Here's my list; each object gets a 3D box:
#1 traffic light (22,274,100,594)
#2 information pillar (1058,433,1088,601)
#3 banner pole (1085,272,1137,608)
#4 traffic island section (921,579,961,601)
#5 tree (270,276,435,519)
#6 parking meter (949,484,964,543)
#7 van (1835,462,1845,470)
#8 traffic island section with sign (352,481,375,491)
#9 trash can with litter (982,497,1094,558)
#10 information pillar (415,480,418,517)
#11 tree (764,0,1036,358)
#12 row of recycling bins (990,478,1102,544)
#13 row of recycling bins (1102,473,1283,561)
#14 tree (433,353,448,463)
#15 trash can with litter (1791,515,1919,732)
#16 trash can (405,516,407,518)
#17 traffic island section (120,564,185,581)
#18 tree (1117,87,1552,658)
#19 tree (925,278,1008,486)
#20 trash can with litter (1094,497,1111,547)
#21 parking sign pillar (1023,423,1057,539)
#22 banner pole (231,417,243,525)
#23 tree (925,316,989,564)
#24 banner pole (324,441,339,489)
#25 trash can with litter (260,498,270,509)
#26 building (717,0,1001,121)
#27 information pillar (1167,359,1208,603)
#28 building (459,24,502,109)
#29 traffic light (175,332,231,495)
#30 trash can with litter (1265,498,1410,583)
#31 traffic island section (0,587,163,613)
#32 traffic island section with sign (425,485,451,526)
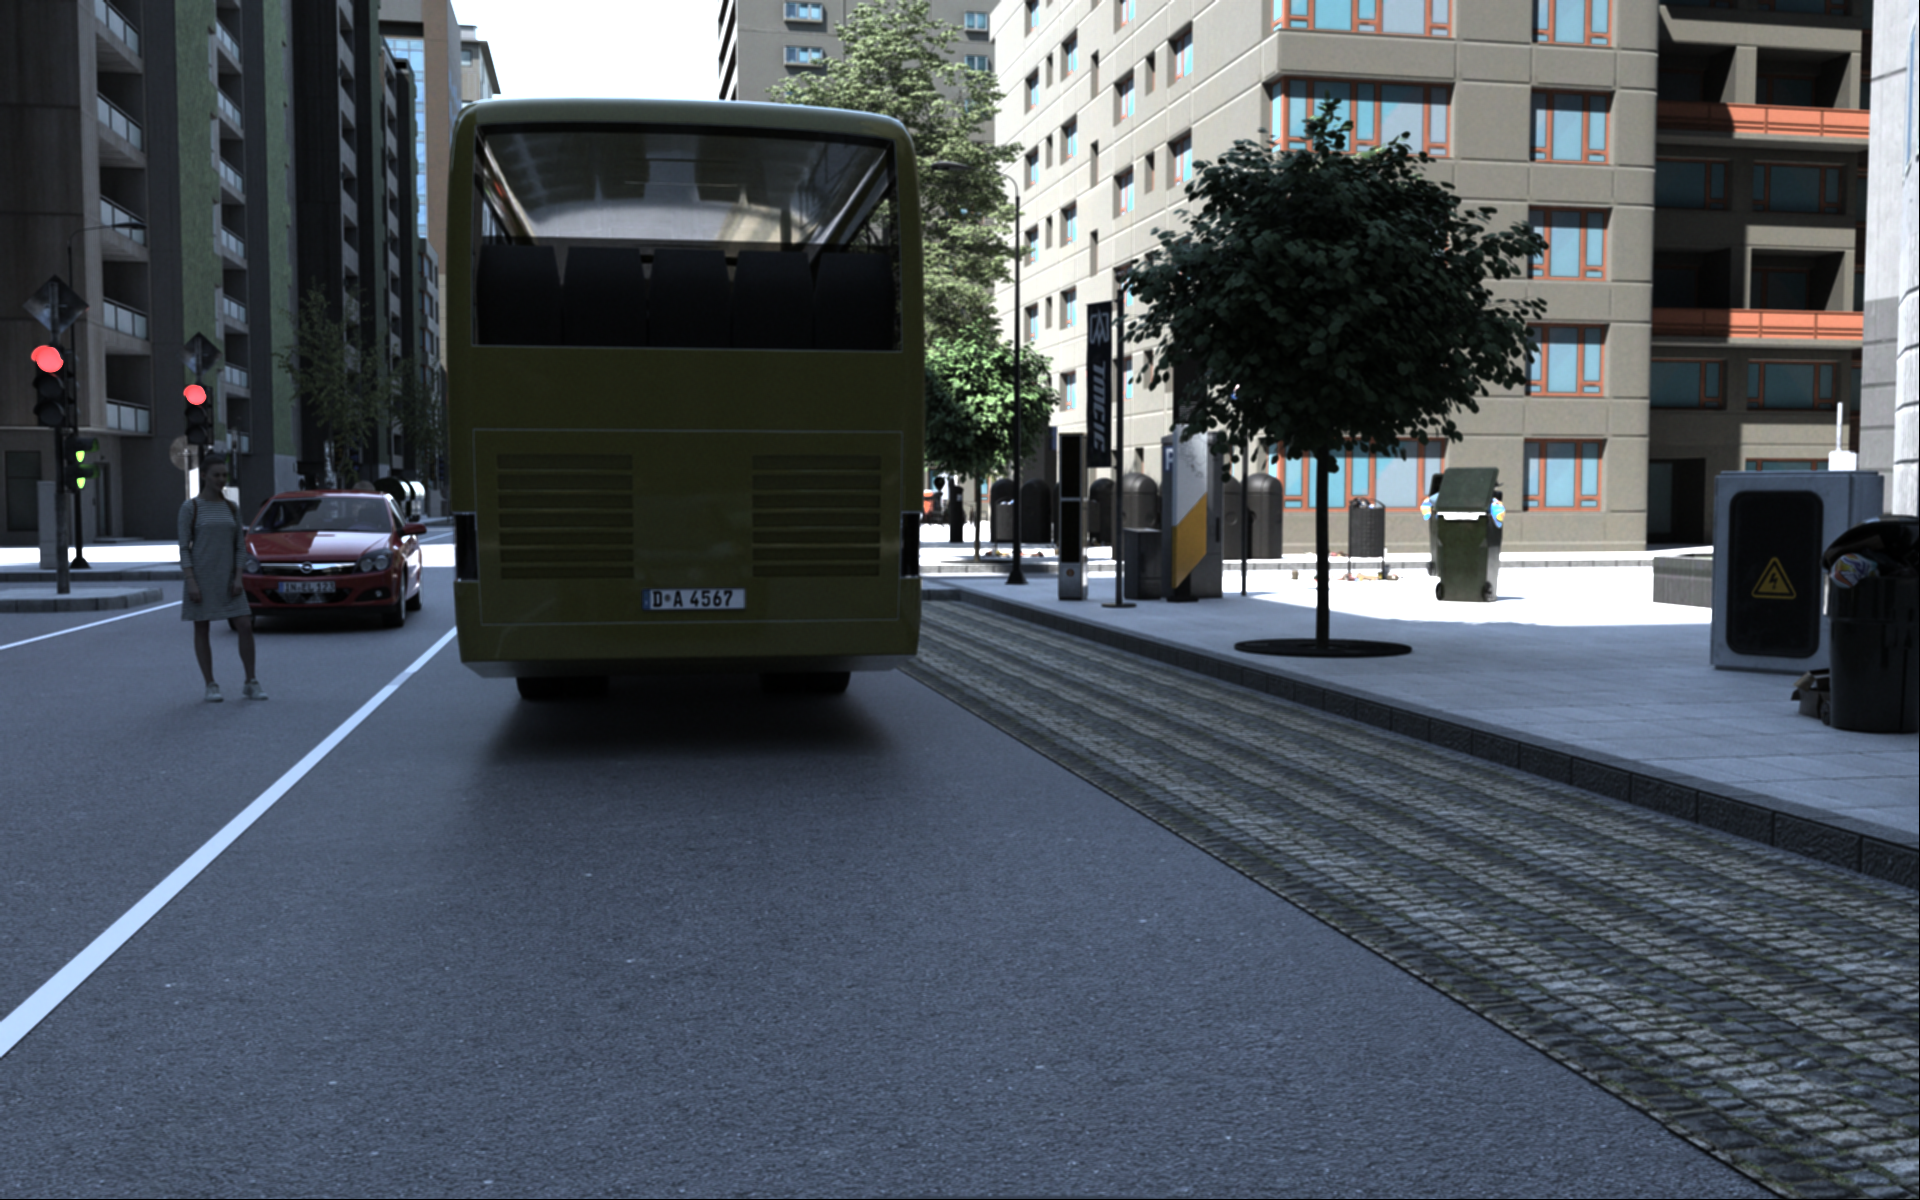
[{"bbox_3d":[-11.538,-2.036,22.209,0.839,4.253,0.868,-1,4,-12],"label":"traffic light"},{"bbox_3d":[1.371,-1.006,20.940,0.304,2.012,0.304,1,4,18],"label":"information pillar"},{"bbox_3d":[1.687,-1.822,19.811,0.401,3.779,0.863,-2,4,-32],"label":"banner pole"},{"bbox_3d":[-1.250,-0.132,24.434,2.009,0.180,2.903,-1,4,-12],"label":"traffic island section"},{"bbox_3d":[-21.277,-6.671,59.427,4.737,8.622,4.395,0,3,0],"label":"tree"},{"bbox_3d":[-0.096,-2.284,45.749,0.372,1.533,0.369,0,3,0],"label":"parking meter"},{"bbox_3d":[16.384,-1.541,32.209,4.112,2.044,2.013,-1,4,-12],"label":"van"},{"bbox_3d":[-17.327,-2.553,50.363,1.989,1.847,2.006,-1,4,-12],"label":"traffic island section with sign"},{"bbox_3d":[1.393,-1.516,35.839,2.233,1.210,1.678,-1,4,-14],"label":"trash can with litter"},{"bbox_3d":[-29.236,-5.421,93.123,0.304,2.012,0.304,1,4,18],"label":"information pillar"},{"bbox_3d":[-1.811,-7.448,39.902,7.486,12.596,7.792,0,3,0],"label":"tree"},{"bbox_3d":[2.453,-2.331,45.223,3.534,1.692,1.069,1,4,20],"label":"row of recycling bins"},{"bbox_3d":[4.657,-1.622,33.632,3.534,1.692,1.069,-1,4,-19],"label":"row of recycling bins"},{"bbox_3d":[-27.393,-8.442,88.385,4.737,8.622,4.395,0,3,0],"label":"tree"},{"bbox_3d":[4.960,0.106,9.661,0.624,1.170,1.055,0,4,2],"label":"trash can with litter"},{"bbox_3d":[-28.408,-4.670,88.003,0.748,1.137,0.748,0,3,0],"label":"trash can"},{"bbox_3d":[-13.179,-0.482,30.159,2.009,0.180,2.903,-1,4,-12],"label":"traffic island section"},{"bbox_3d":[2.955,-1.866,14.231,4.285,4.588,4.351,0,3,0],"label":"tree"},{"bbox_3d":[-0.039,-6.557,57.562,4.737,8.622,4.395,0,3,0],"label":"tree"},{"bbox_3d":[2.853,-1.911,42.294,2.233,1.210,1.678,-3,4,-38],"label":"trash can with litter"},{"bbox_3d":[2.299,-3.766,50.039,1.447,3.967,1.447,-2,4,-27],"label":"parking sign pillar"},{"bbox_3d":[-23.654,-4.077,56.683,0.401,3.779,0.863,-3,5,-45],"label":"banner pole"},{"bbox_3d":[0.259,-2.964,32.168,4.285,4.588,4.351,0,3,0],"label":"tree"},{"bbox_3d":[-25.971,-5.000,71.767,0.401,3.779,0.863,2,4,34],"label":"banner pole"},{"bbox_3d":[-20.369,-2.413,50.844,0.624,1.170,1.055,-3,5,-43],"label":"trash can with litter"},{"bbox_3d":[-6.971,-31.073,131.747,21.300,48.544,21.600,-1,4,-12],"label":"building"},{"bbox_3d":[2.721,-1.787,20.575,0.504,3.616,0.183,-2,4,-33],"label":"information pillar"},{"bbox_3d":[-67.393,-37.210,197.628,28.713,52.752,27.495,-1,4,-12],"label":"building"},{"bbox_3d":[-13.138,-2.514,30.032,0.839,4.253,0.868,-1,4,-12],"label":"traffic light"},{"bbox_3d":[5.649,-0.904,25.830,2.233,1.210,1.678,0,4,1],"label":"trash can with litter"},{"bbox_3d":[-11.580,-0.003,22.335,2.009,0.180,2.903,-1,4,-12],"label":"traffic island section"},{"bbox_3d":[-22.906,-4.221,77.645,1.989,1.847,2.006,-1,4,-12],"label":"traffic island section with sign"}]
